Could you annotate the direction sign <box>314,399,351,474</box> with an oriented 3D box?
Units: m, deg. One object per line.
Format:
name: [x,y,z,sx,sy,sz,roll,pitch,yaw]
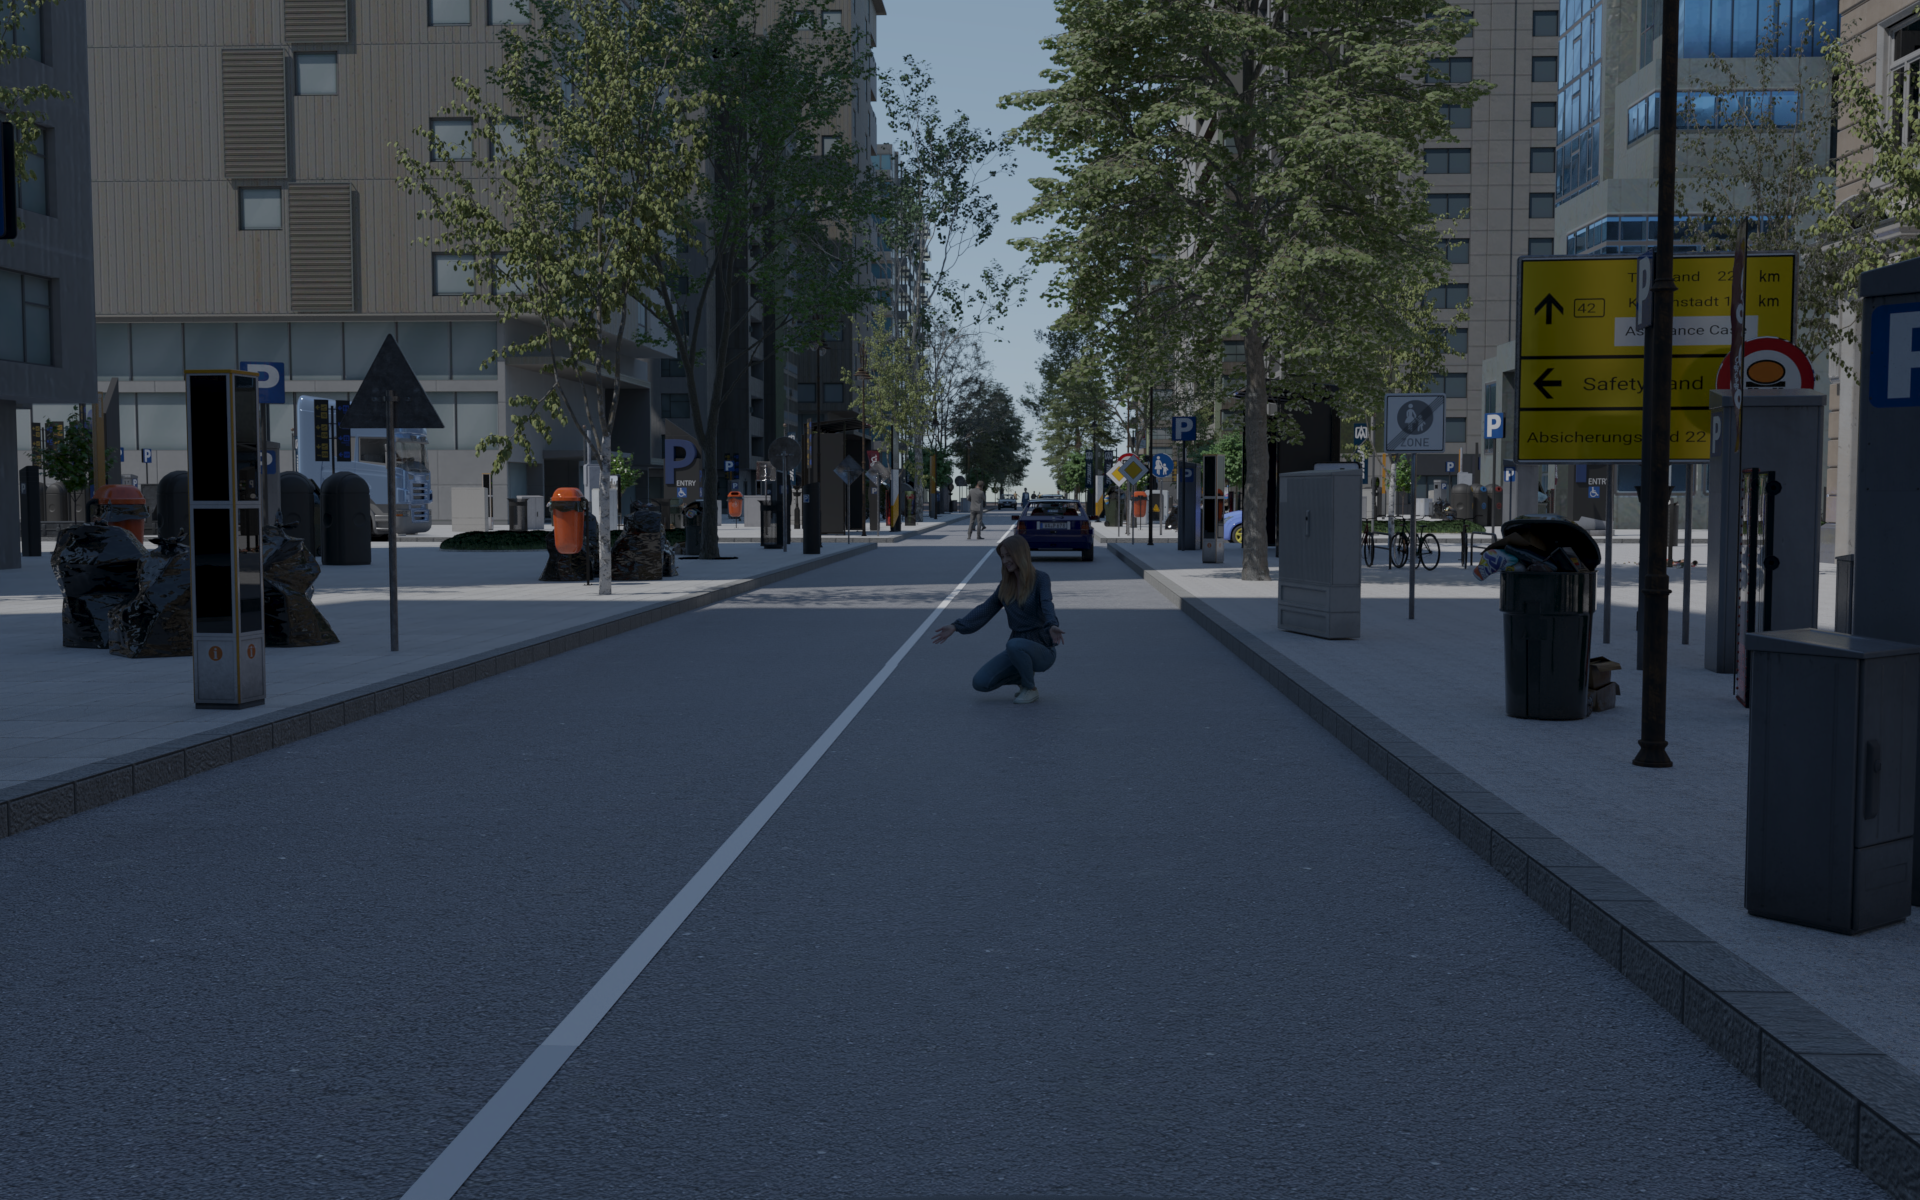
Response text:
direction sign: [-15.068,-3.037,41.658,0.876,3.537,0.379,-3,5,-42]

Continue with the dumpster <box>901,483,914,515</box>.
dumpster: [-3.038,-5.110,89.311,1.264,1.857,1.865,0,4,3]

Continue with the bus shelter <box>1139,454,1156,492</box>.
bus shelter: [9.293,-5.892,90.259,2.014,3.302,5.546,0,4,3]

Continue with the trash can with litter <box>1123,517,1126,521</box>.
trash can with litter: [7.758,-4.391,83.182,0.624,1.170,1.055,-1,4,-22]

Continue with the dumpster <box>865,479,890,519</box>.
dumpster: [-4.397,-5.366,90.228,1.502,2.255,1.985,0,4,3]

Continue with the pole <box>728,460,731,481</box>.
pole: [-13.789,-6.723,103.764,0.158,3.312,0.155,0,3,0]

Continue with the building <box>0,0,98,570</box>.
building: [-22.322,-20.927,25.759,14.086,41.232,14.154,0,4,3]

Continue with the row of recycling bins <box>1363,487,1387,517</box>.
row of recycling bins: [23.036,-5.484,96.775,1.069,1.692,3.534,0,4,2]

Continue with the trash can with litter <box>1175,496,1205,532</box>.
trash can with litter: [7.332,-2.656,54.815,1.055,1.170,0.624,2,4,23]

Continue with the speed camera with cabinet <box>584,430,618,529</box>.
speed camera with cabinet: [-11.065,-3.607,53.313,0.660,3.252,2.038,-2,4,-25]

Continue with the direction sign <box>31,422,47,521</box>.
direction sign: [-29.113,-3.858,55.068,0.379,3.537,0.876,1,4,19]

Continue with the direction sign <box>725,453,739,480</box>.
direction sign: [-12.632,-6.360,95.987,0.876,3.537,0.379,1,4,18]

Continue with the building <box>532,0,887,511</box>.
building: [-22.284,-35.268,165.866,28.713,52.752,27.495,0,4,3]

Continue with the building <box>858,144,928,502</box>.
building: [-17.682,-37.830,238.120,23.786,49.044,30.456,0,4,3]

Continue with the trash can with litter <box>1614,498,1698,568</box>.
trash can with litter: [12.595,-1.216,30.931,1.678,1.210,2.233,1,4,20]

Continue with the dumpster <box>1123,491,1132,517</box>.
dumpster: [7.753,-4.599,80.948,1.264,1.857,1.865,0,4,3]

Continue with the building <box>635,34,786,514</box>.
building: [-19.365,-20.873,112.978,14.160,30.474,14.107,0,4,3]

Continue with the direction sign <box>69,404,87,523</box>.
direction sign: [-21.385,-3.077,42.301,0.379,3.537,0.876,-1,4,-19]

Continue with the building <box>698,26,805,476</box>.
building: [-26.251,-27.425,140.287,32.217,40.220,23.993,0,4,3]

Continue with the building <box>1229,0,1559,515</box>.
building: [28.920,-41.351,114.337,20.563,71.187,20.611,0,4,3]

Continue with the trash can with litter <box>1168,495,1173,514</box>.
trash can with litter: [14.299,-6.830,122.734,1.678,1.210,2.233,2,4,33]

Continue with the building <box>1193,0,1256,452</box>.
building: [32.099,-32.267,151.266,21.300,48.544,21.600,0,4,3]

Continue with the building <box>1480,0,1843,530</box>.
building: [38.687,-46.344,70.393,31.000,86.520,22.319,0,4,3]

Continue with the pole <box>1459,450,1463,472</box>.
pole: [22.914,-5.228,79.313,0.158,3.312,0.155,0,3,0]

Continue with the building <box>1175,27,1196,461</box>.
building: [36.315,-35.855,175.469,28.713,52.752,27.495,0,4,3]

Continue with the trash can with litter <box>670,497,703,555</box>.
trash can with litter: [-5.724,-1.533,36.447,0.624,1.170,1.055,-3,5,-41]

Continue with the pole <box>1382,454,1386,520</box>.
pole: [21.334,-5.709,87.192,0.158,3.312,0.155,0,3,0]

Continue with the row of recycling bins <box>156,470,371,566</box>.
row of recycling bins: [-12.347,-1.450,30.819,3.534,1.692,1.069,-2,4,-24]

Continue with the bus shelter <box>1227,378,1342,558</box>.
bus shelter: [7.036,-2.855,37.957,1.731,3.624,6.357,0,4,3]

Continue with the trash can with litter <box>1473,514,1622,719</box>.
trash can with litter: [3.484,0.075,10.166,0.624,1.170,1.055,3,4,37]

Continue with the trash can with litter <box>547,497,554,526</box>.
trash can with litter: [-15.706,-3.481,68.309,1.055,1.170,0.624,-3,5,-44]

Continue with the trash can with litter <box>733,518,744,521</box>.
trash can with litter: [-9.829,-4.343,82.061,2.233,1.210,1.678,-2,4,-26]

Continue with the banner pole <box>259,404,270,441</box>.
banner pole: [-14.661,-2.830,36.294,0.401,3.779,0.863,2,4,26]

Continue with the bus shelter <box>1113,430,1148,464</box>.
bus shelter: [10.522,-7.885,106.545,2.179,5.291,8.768,0,4,2]

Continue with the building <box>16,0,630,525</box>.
building: [-29.245,-30.194,82.915,28.713,52.752,27.495,0,4,3]

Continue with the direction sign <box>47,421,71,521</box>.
direction sign: [-27.742,-3.785,53.875,0.876,3.537,0.379,0,3,0]

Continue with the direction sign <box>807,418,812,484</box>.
direction sign: [-4.506,-3.666,51.942,0.379,3.537,0.876,-1,4,-13]

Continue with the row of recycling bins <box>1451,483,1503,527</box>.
row of recycling bins: [20.696,-3.746,68.366,3.534,1.692,1.069,-2,4,-33]

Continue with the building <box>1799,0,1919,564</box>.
building: [21.833,-14.415,21.584,13.634,28.700,20.117,0,4,3]

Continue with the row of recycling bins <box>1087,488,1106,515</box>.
row of recycling bins: [8.359,-5.927,104.013,1.069,1.692,3.534,1,4,16]

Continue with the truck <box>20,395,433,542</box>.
truck: [-23.670,-3.580,48.286,18.799,4.110,2.967,0,4,1]

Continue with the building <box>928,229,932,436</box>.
building: [-15.967,-39.732,269.231,23.786,49.044,30.456,0,4,3]

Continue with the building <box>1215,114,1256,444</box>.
building: [26.624,-22.145,133.773,14.160,30.474,14.107,0,4,3]

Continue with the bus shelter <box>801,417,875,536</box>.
bus shelter: [-3.892,-3.976,56.294,1.731,3.624,6.357,0,4,3]

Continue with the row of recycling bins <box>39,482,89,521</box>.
row of recycling bins: [-29.649,-3.114,58.029,3.534,1.692,1.069,0,4,6]

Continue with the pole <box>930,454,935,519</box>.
pole: [-1.498,-6.044,92.659,0.158,3.312,0.155,0,3,0]

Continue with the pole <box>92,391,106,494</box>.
pole: [-17.137,-2.486,34.494,0.158,3.312,0.155,0,3,0]

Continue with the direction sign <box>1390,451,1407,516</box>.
direction sign: [24.536,-6.417,96.914,0.876,3.537,0.379,0,4,-1]

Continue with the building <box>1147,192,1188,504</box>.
building: [32.254,-33.664,234.002,14.154,41.232,14.086,0,4,3]

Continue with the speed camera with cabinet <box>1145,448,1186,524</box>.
speed camera with cabinet: [9.022,-4.920,74.771,2.038,3.252,0.660,0,4,4]

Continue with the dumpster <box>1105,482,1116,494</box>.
dumpster: [7.894,-5.042,84.924,1.502,2.255,1.985,0,4,3]

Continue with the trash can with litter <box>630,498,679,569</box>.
trash can with litter: [-5.662,-1.094,28.952,2.233,1.210,1.678,-1,4,-23]

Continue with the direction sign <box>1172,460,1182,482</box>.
direction sign: [14.516,-7.532,115.152,0.876,3.537,0.379,1,4,21]

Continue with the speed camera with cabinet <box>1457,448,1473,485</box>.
speed camera with cabinet: [21.321,-4.811,72.994,0.660,3.252,2.038,1,4,15]
